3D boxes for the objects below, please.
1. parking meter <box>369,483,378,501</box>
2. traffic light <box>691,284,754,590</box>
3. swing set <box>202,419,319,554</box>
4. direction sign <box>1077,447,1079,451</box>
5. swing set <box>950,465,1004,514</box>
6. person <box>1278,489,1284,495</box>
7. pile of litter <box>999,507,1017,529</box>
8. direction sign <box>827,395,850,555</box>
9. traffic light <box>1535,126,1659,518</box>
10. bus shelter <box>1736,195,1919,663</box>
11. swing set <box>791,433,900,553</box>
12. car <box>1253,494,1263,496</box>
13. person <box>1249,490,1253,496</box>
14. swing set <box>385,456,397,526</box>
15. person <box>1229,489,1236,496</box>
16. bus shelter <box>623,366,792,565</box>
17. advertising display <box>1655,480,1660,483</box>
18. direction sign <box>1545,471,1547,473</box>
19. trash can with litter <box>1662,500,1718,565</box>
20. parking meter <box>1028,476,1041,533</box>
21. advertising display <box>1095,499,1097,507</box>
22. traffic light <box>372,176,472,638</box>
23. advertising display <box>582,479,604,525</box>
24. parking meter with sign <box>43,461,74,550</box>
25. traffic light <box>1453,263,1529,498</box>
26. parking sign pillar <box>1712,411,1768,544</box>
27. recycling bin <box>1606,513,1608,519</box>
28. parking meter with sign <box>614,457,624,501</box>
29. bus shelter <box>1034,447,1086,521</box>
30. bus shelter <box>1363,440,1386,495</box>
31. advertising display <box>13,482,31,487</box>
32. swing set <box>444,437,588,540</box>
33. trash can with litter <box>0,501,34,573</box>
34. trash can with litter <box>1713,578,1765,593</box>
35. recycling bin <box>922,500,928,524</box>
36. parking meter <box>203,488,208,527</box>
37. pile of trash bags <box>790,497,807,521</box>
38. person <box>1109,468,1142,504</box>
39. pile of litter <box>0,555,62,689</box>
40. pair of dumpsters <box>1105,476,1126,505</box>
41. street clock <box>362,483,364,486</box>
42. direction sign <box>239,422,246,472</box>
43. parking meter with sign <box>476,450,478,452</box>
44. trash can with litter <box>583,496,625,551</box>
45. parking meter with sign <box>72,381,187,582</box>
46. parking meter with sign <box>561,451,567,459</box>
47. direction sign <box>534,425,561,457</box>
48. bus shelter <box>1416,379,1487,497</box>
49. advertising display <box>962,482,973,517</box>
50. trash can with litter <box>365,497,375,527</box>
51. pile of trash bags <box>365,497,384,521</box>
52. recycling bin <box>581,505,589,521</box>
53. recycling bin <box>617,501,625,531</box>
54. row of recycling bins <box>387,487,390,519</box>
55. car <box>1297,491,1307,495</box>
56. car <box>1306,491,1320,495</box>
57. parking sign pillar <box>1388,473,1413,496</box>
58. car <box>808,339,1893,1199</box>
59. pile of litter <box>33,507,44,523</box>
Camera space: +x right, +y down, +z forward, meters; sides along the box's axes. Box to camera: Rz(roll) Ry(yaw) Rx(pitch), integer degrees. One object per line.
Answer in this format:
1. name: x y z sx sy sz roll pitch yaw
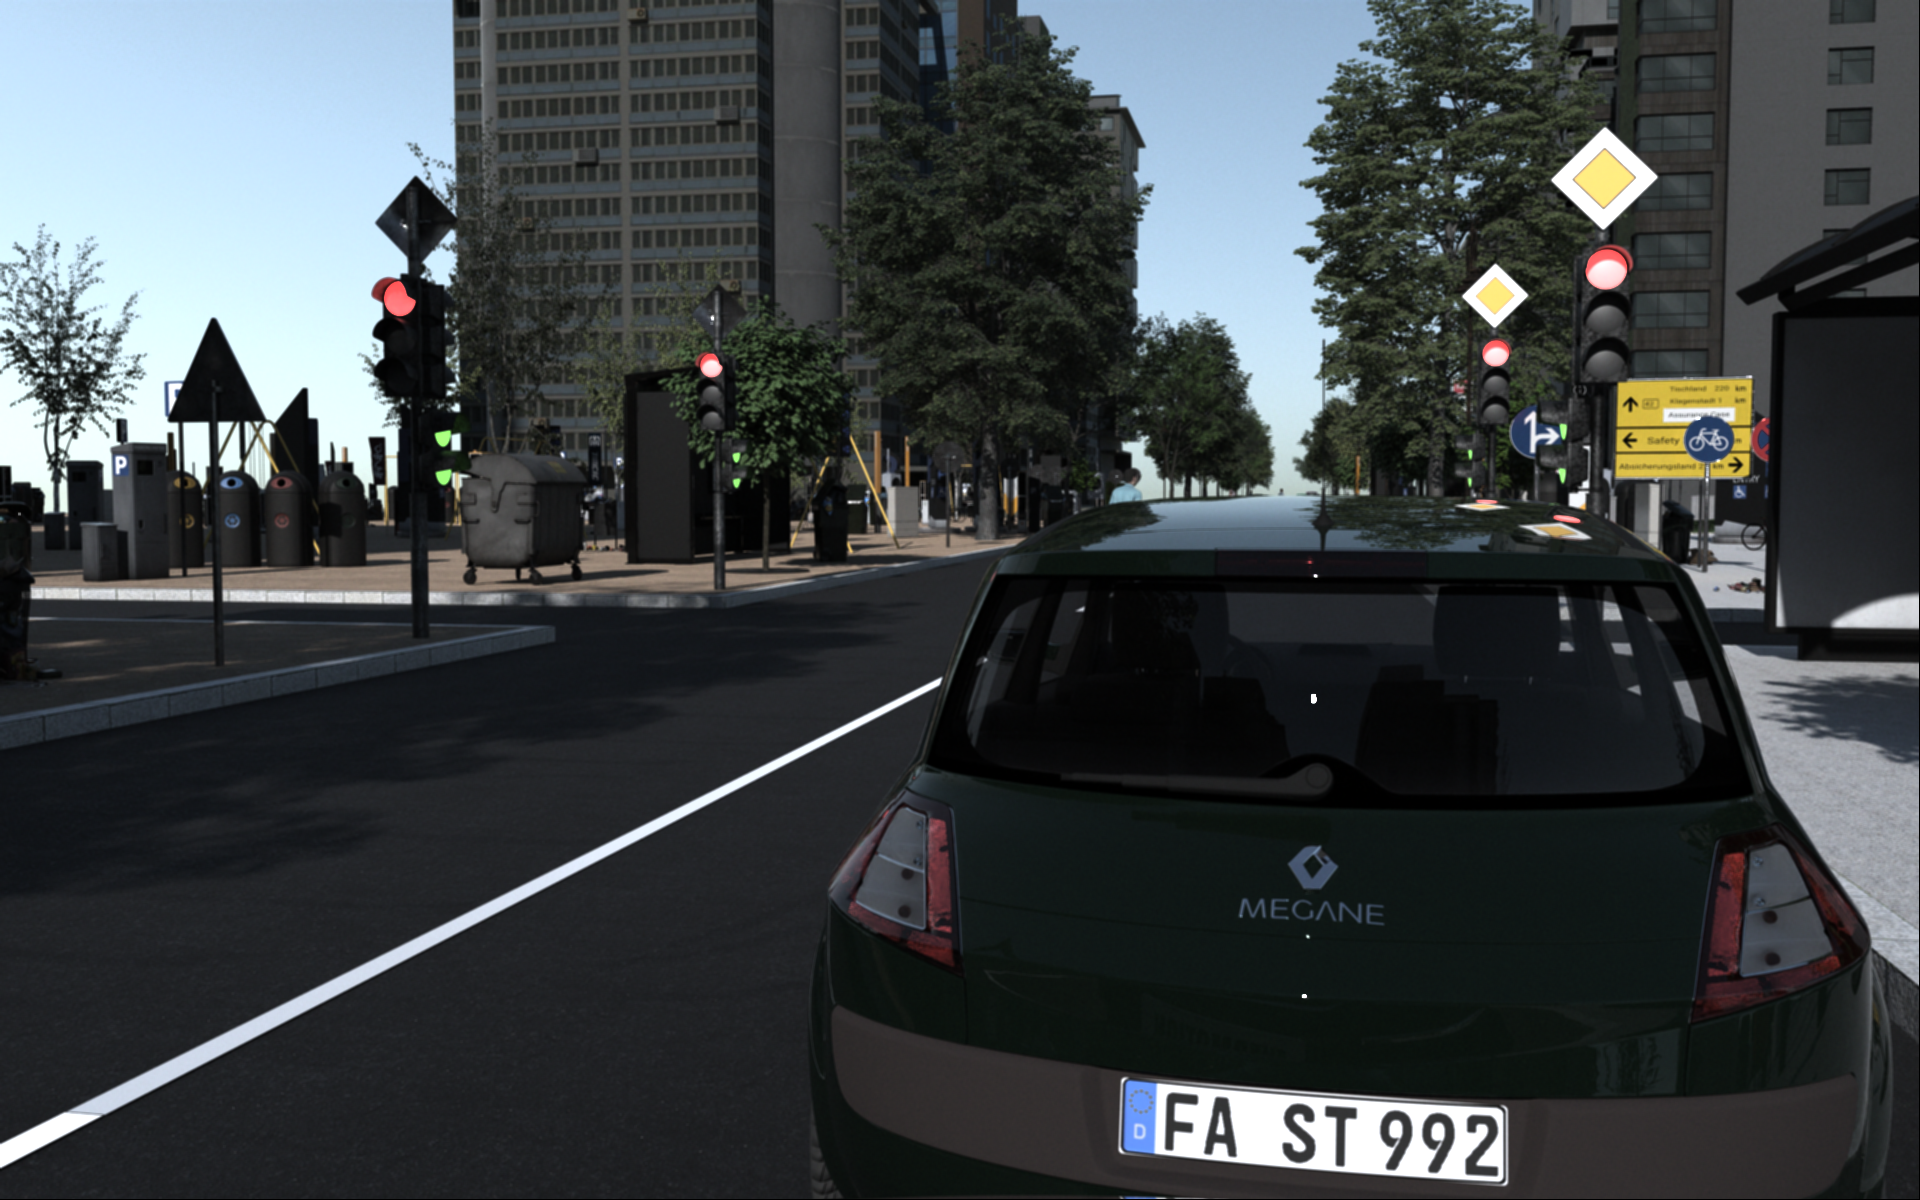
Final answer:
1. parking meter: -31.384 -5.318 92.658 0.399 1.863 0.255 -1 4 -9
2. traffic light: -3.215 -2.095 23.177 0.839 4.253 0.868 1 4 11
3. swing set: -14.282 -2.303 35.271 2.862 2.851 3.119 -1 4 -13
4. direction sign: 5.702 -5.631 84.063 0.379 3.537 0.876 1 4 8
5. swing set: 0.835 -5.858 93.391 3.119 2.851 2.862 1 4 12
6. person: 23.356 -7.172 125.743 0.705 1.826 1.348 -2 4 -26
7. pile of litter: 1.708 -3.092 64.525 1.176 0.858 1.719 2 4 25
8. direction sign: -2.549 -2.719 36.452 0.379 3.537 0.876 2 4 28
9. traffic light: 4.918 -1.498 13.406 0.839 4.253 0.868 1 4 11
10. bus shelter: 6.517 -1.027 10.718 2.014 3.302 5.546 1 4 11
11. swing set: -3.255 -2.560 39.482 2.862 2.851 3.119 1 4 19
12. car: 34.185 -11.556 198.728 2.009 1.686 4.222 1 4 12
13. person: 30.734 -10.648 182.684 0.705 1.814 1.350 3 5 42
14. swing set: -22.357 -4.522 71.546 3.119 2.851 2.862 -1 4 -20
15. person: 15.455 -5.461 98.455 0.551 1.740 0.621 3 5 40
16. bus shelter: -4.750 -2.644 34.513 1.731 3.624 6.357 1 4 11
17. advertising display: 25.390 -3.606 64.164 0.974 1.923 0.123 3 5 40
18. direction sign: 15.714 -3.331 46.467 0.876 3.537 0.379 -2 4 -26
19. trash can with litter: 13.386 -1.247 31.778 0.624 1.170 1.055 -2 4 -35
20. parking meter: 2.479 -3.169 57.519 0.399 1.863 0.255 1 4 17
21. advertising display: 6.893 -4.919 85.637 0.123 1.923 0.974 -1 4 -15
22. traffic light: -4.800 -1.616 15.350 0.839 4.253 0.868 1 4 11
23. advertising display: -15.476 -4.145 72.981 0.974 1.923 0.123 -3 4 -38
24. parking meter with sign: -20.171 -2.671 39.933 1.738 3.016 0.543 -1 4 -11
25. traffic light: 6.503 -1.976 21.233 0.839 4.253 0.868 1 4 11
26. parking sign pillar: 20.287 -3.446 44.808 1.447 3.967 1.447 -3 4 -39
27. recycling bin: 8.098 -0.643 23.061 0.722 1.027 0.722 -2 4 -30
28. parking meter with sign: -15.996 -5.309 83.058 0.543 3.016 1.738 1 4 11
29. bus shelter: 5.011 -5.815 86.356 1.731 3.624 6.357 1 4 11
30. bus shelter: 18.862 -5.247 77.074 1.731 3.624 6.357 1 4 12
31. advertising display: -50.707 -5.411 93.676 0.974 1.923 0.123 0 4 7
32. swing set: -12.521 -3.120 48.635 2.862 2.851 3.119 1 4 18
33. trash can with litter: -14.722 -0.946 26.855 0.624 1.170 1.055 -2 4 -27
34. trash can with litter: 10.800 -0.721 22.845 1.678 1.210 2.233 0 4 8
35. recycling bin: -1.151 -3.729 73.525 0.722 1.027 0.722 2 4 26
36. parking meter: -29.733 -3.679 68.559 0.372 1.533 0.369 0 3 0
37. pile of trash bags: -8.771 -4.530 83.823 3.447 1.369 1.912 3 4 37
38. person: 2.452 -1.080 26.177 0.660 1.820 0.620 3 4 37
39. pile of litter: -6.886 0.123 11.948 1.176 0.858 1.719 -2 4 -32
40. pair of dumpsters: 8.297 -5.515 92.666 1.574 2.255 4.437 1 4 12
41. street clock: -36.531 -6.166 105.390 0.471 2.002 0.358 -2 4 -32
42. direction sign: -15.858 -2.833 38.313 0.379 3.537 0.876 -2 4 -28
43. parking meter with sign: -18.504 -4.483 69.563 1.738 3.016 0.543 -1 4 -16
44. trash can with litter: -7.689 -1.721 39.199 2.233 1.210 1.678 1 4 9
45. parking meter with sign: -12.355 -1.821 26.031 0.543 3.016 1.738 1 4 23
46. parking meter with sign: -16.397 -4.504 69.895 0.543 3.016 1.738 0 4 5
47. direction sign: -13.614 -3.990 57.238 0.876 3.537 0.379 -2 4 -32
48. bus shelter: 16.229 -4.908 57.878 2.179 5.291 8.768 1 4 11
49. advertising display: 0.596 -5.499 95.117 0.974 1.923 0.123 1 4 9
50. trash can with litter: -23.864 -3.478 67.921 1.678 1.210 2.233 3 5 41
51. pile of trash bags: -28.806 -4.500 83.321 1.912 1.369 3.447 -1 4 -11
52. recycling bin: -18.351 -4.383 84.221 0.722 1.027 0.722 -2 4 -25
53. recycling bin: -11.584 -2.966 61.049 0.722 1.027 0.722 3 4 36
54. row of recycling bins: -27.834 -4.891 87.076 1.069 1.692 3.534 -3 5 -44
55. car: 43.676 -12.996 221.285 1.959 1.807 4.718 1 4 13
56. car: 49.388 -14.350 243.300 2.281 1.827 5.304 1 4 10
57. parking sign pillar: 17.531 -4.917 68.867 1.447 3.967 1.447 3 5 41
58. car: 0.929 0.333 4.345 2.009 1.686 4.222 1 4 13
59. pile of litter: -41.759 -3.876 77.340 1.719 0.858 1.176 -3 4 -38
